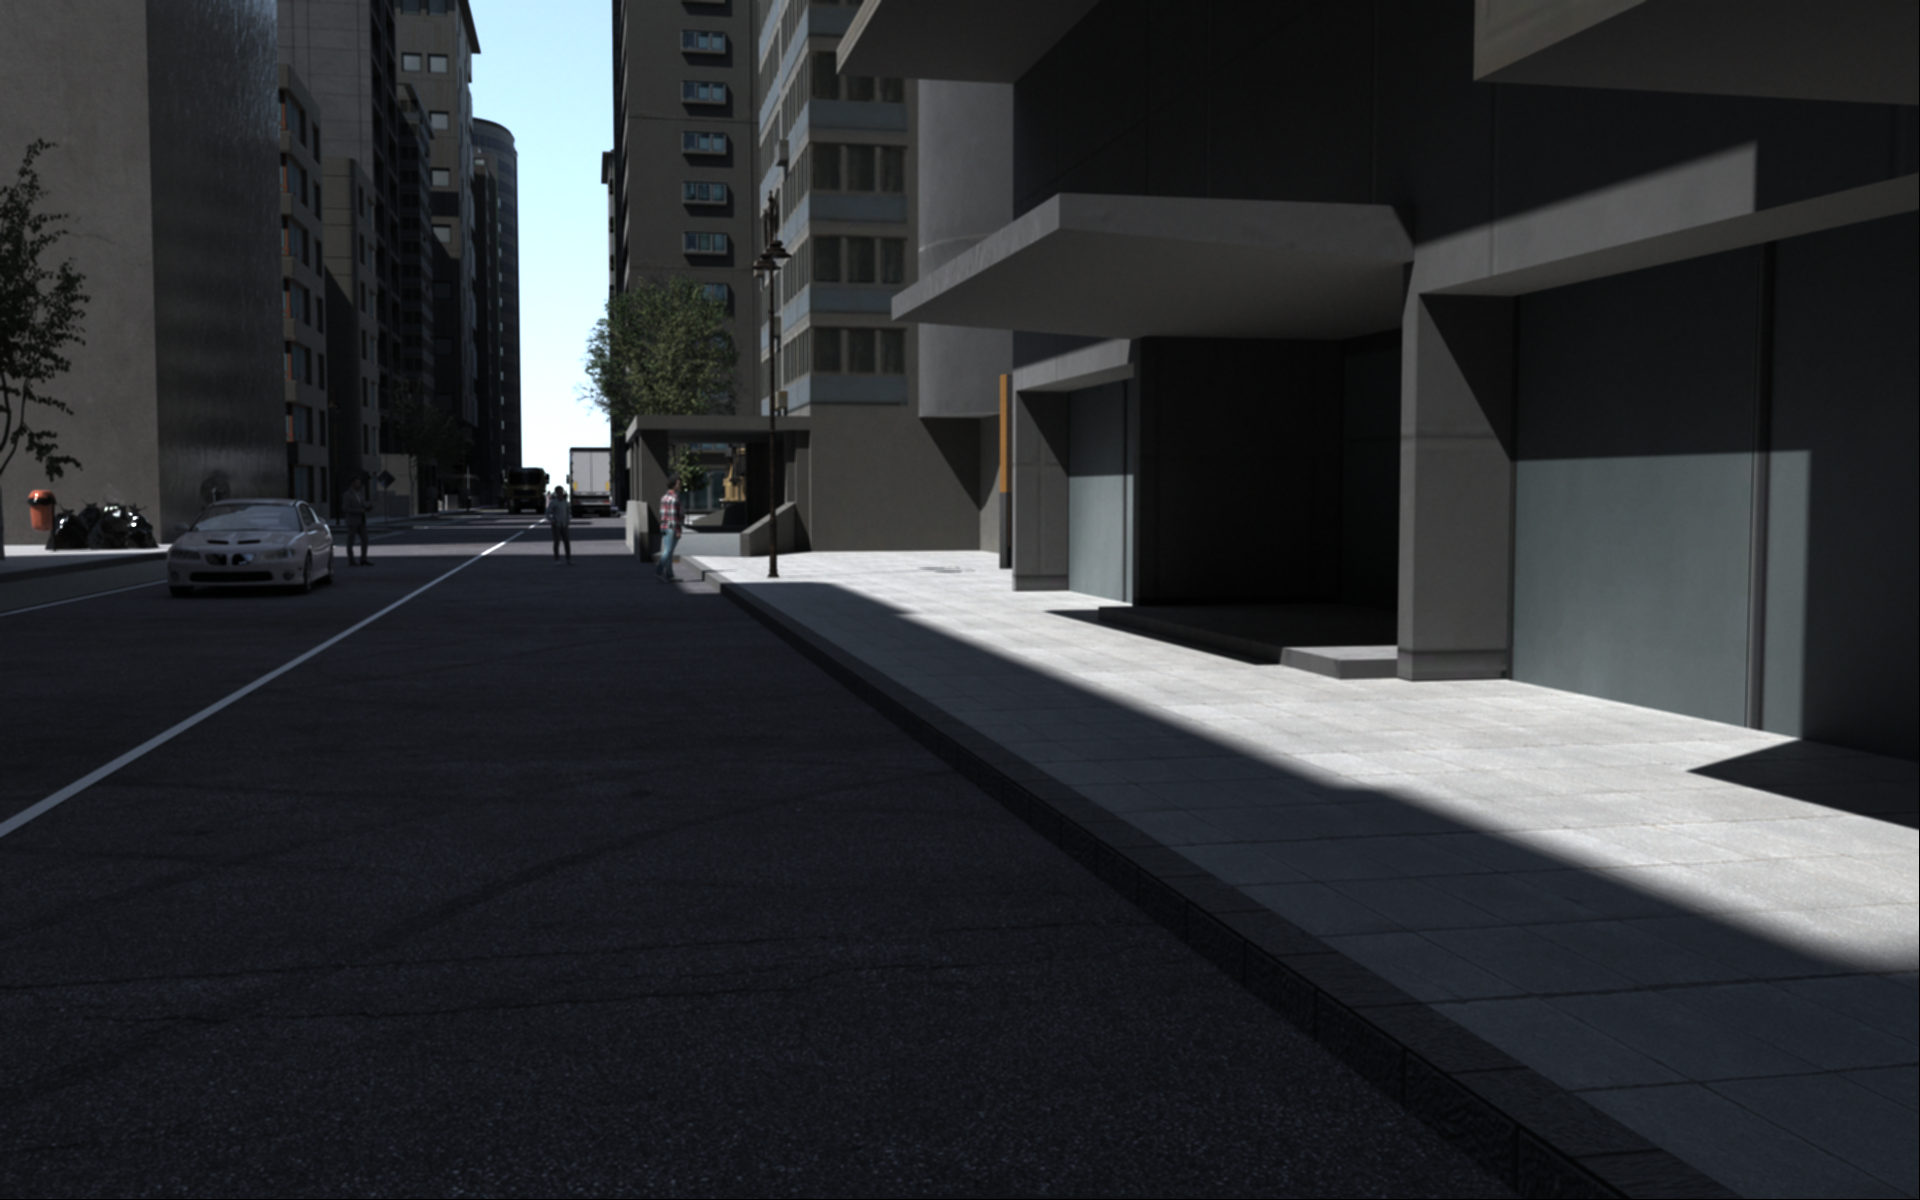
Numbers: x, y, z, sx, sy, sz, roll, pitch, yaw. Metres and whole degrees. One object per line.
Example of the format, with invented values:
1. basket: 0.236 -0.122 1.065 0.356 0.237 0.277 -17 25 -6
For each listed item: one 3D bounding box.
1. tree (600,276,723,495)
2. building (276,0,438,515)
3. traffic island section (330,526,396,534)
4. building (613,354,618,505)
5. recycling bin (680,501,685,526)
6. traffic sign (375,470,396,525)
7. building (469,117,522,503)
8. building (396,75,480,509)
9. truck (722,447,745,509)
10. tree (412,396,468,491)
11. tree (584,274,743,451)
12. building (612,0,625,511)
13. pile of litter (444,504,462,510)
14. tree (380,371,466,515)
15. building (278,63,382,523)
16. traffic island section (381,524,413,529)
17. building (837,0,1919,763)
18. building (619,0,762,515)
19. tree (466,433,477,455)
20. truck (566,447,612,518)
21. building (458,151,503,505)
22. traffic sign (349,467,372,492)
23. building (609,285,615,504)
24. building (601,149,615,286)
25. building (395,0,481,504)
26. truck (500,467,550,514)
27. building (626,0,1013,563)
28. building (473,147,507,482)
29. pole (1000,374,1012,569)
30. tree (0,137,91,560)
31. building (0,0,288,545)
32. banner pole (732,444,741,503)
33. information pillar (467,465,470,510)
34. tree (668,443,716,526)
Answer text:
1. tree: -9.657 -6.564 57.689 4.737 8.622 4.395 0 3 0
2. building: -45.611 -41.246 112.624 20.563 71.187 20.611 -1 4 -12
3. traffic island section: -21.943 -2.517 63.427 2.009 0.180 2.903 -1 4 -12
4. building: -25.007 -21.503 196.605 27.650 21.520 28.899 -1 4 -12
5. recycling bin: -10.175 -2.970 61.113 0.722 1.027 0.722 -2 4 -31
6. traffic sign: -23.595 -4.131 71.178 0.795 2.450 0.064 -1 4 -12
7. building: -79.171 -44.333 266.839 21.231 58.520 28.212 -1 4 -12
8. building: -59.658 -28.149 152.124 32.217 40.220 23.993 -1 4 -12
9. truck: -5.707 -4.618 71.425 9.791 3.379 3.469 -1 4 -11
10. tree: -39.139 -10.948 129.366 4.737 8.622 4.395 0 3 0
11. tree: -13.814 -9.485 80.843 9.928 11.665 9.643 0 3 0
12. building: -20.957 -27.971 140.925 14.154 41.232 14.086 -1 4 -12
13. pile of litter: -42.065 -7.957 144.055 1.719 0.858 1.176 -1 4 -19
14. tree: -32.628 -9.379 103.711 4.360 8.622 3.978 0 3 0
15. building: -43.459 -14.442 81.166 27.650 21.520 28.899 -1 4 -12
16. traffic island section: -23.617 -2.994 71.235 2.009 0.180 2.903 -1 4 -12
17. building: 14.086 -25.842 11.763 28.713 52.752 27.495 -1 4 -12
18. building: -11.736 -30.128 116.292 21.300 48.544 21.600 -1 4 -12
19. tree: -40.183 -11.297 135.061 4.360 8.622 3.978 0 3 0
20. truck: -23.327 -7.352 109.121 2.839 4.237 11.283 -1 4 -13
21. building: -60.804 -31.620 200.584 14.154 41.232 14.086 -1 4 -12
22. traffic sign: -21.922 -3.653 63.370 0.795 2.450 0.064 -1 4 -12
23. building: -41.450 -28.663 240.336 14.160 30.474 14.107 -1 4 -12
24. building: -39.163 -41.121 261.568 28.713 52.752 27.495 -1 4 -12
25. building: -64.364 -36.004 177.901 28.713 52.752 27.495 -1 4 -12
26. truck: -31.978 -8.068 127.833 3.469 3.379 9.791 -1 4 -12
27. building: 7.593 -21.610 45.202 32.217 40.220 23.993 -1 4 -12
28. building: -74.705 -37.796 237.570 23.786 49.044 30.456 -1 4 -12
29. pole: 0.789 -2.189 29.642 0.158 3.312 0.155 0 3 0
30. tree: -18.618 -5.068 33.223 4.737 8.622 4.395 0 3 0
31. building: -38.968 -14.960 49.105 34.151 26.468 19.350 -1 4 -12
32. banner pole: -8.197 -4.498 63.557 0.401 3.779 0.863 1 4 18
33. information pillar: -39.940 -9.125 140.547 0.183 3.616 0.504 -1 4 -13
34. tree: -9.894 -4.175 62.861 1.663 3.219 1.824 0 3 0
